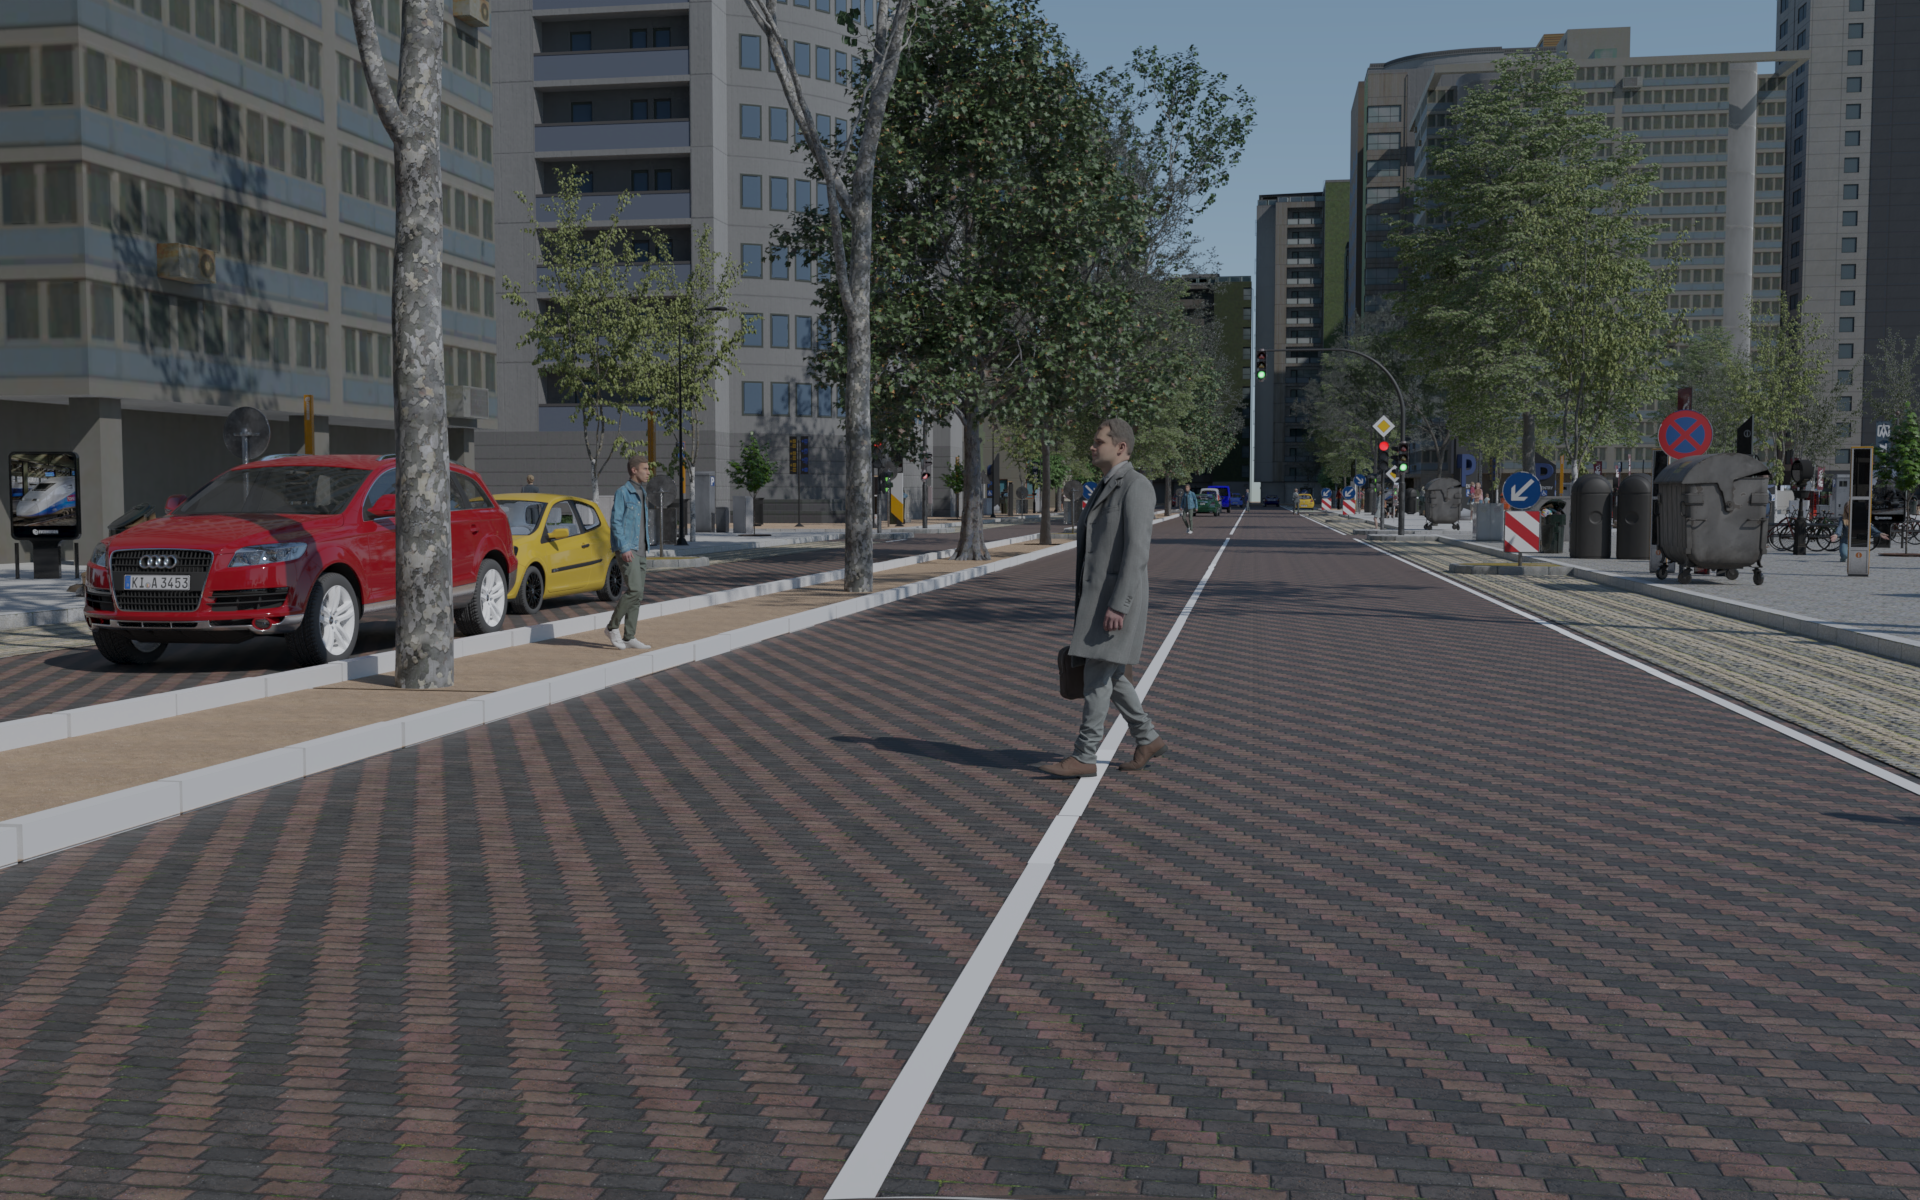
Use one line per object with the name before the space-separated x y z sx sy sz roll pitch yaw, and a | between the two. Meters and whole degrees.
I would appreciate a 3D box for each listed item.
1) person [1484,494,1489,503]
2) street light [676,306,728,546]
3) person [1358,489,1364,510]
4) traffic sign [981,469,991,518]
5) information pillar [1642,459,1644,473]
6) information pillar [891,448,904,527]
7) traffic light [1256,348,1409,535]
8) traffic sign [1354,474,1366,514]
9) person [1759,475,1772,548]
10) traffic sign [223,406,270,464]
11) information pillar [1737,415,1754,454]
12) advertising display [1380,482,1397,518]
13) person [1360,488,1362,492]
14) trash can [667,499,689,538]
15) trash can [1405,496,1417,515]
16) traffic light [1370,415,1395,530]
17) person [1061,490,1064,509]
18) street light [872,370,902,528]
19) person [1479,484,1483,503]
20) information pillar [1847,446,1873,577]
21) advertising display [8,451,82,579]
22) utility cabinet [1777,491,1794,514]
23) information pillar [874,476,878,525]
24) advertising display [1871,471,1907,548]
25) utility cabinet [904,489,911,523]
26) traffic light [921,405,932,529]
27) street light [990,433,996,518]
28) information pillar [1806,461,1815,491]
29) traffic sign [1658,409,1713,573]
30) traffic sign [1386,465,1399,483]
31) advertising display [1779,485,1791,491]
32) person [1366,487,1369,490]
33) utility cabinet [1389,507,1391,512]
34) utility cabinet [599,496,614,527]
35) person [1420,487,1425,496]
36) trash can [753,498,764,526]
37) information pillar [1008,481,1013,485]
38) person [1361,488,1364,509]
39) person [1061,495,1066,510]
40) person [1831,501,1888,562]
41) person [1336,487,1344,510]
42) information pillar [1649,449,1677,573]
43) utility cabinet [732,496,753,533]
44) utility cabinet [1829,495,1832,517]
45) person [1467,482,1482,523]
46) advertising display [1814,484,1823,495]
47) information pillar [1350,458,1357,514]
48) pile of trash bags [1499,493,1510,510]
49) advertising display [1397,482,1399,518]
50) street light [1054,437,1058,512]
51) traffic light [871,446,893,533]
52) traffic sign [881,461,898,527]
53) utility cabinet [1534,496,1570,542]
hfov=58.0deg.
person | 30.619 -5.528 100.669 0.306 1.304 0.590 2 4 27
street light | -6.425 -4.310 43.013 1.470 5.913 1.316 1 4 10
person | 32.983 -8.332 142.996 1.217 1.743 0.721 0 4 -8
traffic sign | 1.216 -5.583 91.284 0.884 2.594 0.081 1 4 16
information pillar | 46.127 -7.684 116.983 0.183 3.616 0.504 2 4 25
information pillar | -2.467 -4.703 68.242 0.504 3.616 0.183 1 4 15
traffic light | 11.630 -4.853 54.018 4.771 5.953 1.251 1 4 10
traffic sign | 25.575 -6.774 110.865 0.768 2.556 0.104 1 4 16
person | 19.130 -2.146 41.319 0.419 1.800 0.721 2 4 34
traffic sign | -10.378 -1.534 25.187 0.768 2.556 0.104 1 4 12
information pillar | 23.241 -3.666 51.300 0.183 3.616 0.504 -2 4 -35
advertising display | 22.516 -5.275 91.464 0.123 1.923 0.974 -2 4 -35
person | 33.683 -8.548 146.320 0.721 1.766 1.217 -1 4 -9
trash can | -8.355 -2.417 51.179 0.748 1.137 0.748 0 3 0
trash can | 28.342 -5.947 108.892 0.748 1.137 0.748 0 3 0
traffic light | 15.044 -4.450 61.682 0.839 4.253 0.868 1 4 10
person | 8.496 -8.404 144.163 1.217 1.735 0.721 1 4 15
street light | -2.713 -5.628 64.559 1.470 5.913 1.316 1 4 10
person | 24.182 -4.570 80.767 0.555 1.821 0.388 -3 4 -37
information pillar | 13.984 -1.372 26.917 0.304 2.012 0.304 2 4 25
advertising display | -13.820 -1.282 26.182 0.974 1.923 0.123 0 4 -8
utility cabinet | 52.407 -6.210 110.214 1.173 1.500 0.318 0 4 3
information pillar | -3.470 -4.002 69.923 0.304 2.012 0.304 -1 4 -15
advertising display | 21.995 -2.205 41.261 0.974 1.923 0.123 3 4 38
utility cabinet | -2.429 -4.183 77.073 0.318 1.500 1.173 1 4 11
traffic light | 0.790 -5.471 64.112 4.771 5.953 1.251 1 4 10
street light | 2.339 -7.467 94.620 1.470 5.913 1.316 1 4 10
information pillar | 54.071 -7.265 110.141 0.504 3.616 0.183 3 5 40
traffic sign | 10.936 -1.595 26.177 0.768 2.556 0.104 1 4 19
traffic sign | 19.686 -4.812 78.409 0.795 2.593 0.064 1 4 17
advertising display | 57.806 -7.106 121.398 0.974 1.923 0.123 -1 4 -22
person | 32.843 -8.159 139.455 0.705 1.823 1.348 -1 4 -11
utility cabinet | 28.834 -6.615 116.826 0.318 1.500 1.173 -3 5 -42
utility cabinet | -13.579 -3.399 66.740 1.020 1.237 0.306 0 4 -3
person | 32.285 -7.000 120.682 0.526 1.800 0.537 -2 4 -24
trash can | -8.136 -3.506 68.969 0.748 1.137 0.748 0 3 0
information pillar | 2.935 -5.907 101.074 0.304 2.012 0.304 0 4 -3
person | 33.711 -8.486 144.795 0.705 1.824 1.348 -1 4 -18
person | 8.627 -8.086 141.445 0.799 1.438 0.628 -2 4 -32
person | 16.873 -1.284 32.532 1.012 1.151 0.738 1 4 20
person | 30.901 -8.254 140.962 0.705 1.831 1.348 -1 4 -17
information pillar | 11.410 -1.443 28.079 0.304 2.012 0.304 -3 5 -40
utility cabinet | -7.139 -2.805 57.024 0.306 1.237 1.020 -2 4 -31
utility cabinet | 41.335 -4.290 81.303 0.306 1.237 1.020 -1 4 -22
person | 23.184 -4.411 78.130 0.580 1.828 0.573 -2 4 -34
advertising display | 57.240 -6.777 116.022 0.974 1.923 0.123 1 4 22
information pillar | 25.558 -7.409 112.497 0.183 3.616 0.504 -2 4 -25
pile of trash bags | 27.294 -4.991 91.352 3.447 1.369 1.912 1 4 19
advertising display | 23.600 -5.432 94.019 0.974 1.923 0.123 -1 4 -10
street light | 7.454 -9.303 124.644 1.470 5.913 1.316 1 4 10
traffic light | -2.624 -4.137 56.554 0.839 4.253 0.868 1 4 10
traffic sign | -2.779 -4.103 67.188 0.768 2.556 0.104 1 4 19
utility cabinet | 16.118 -2.199 47.113 1.020 1.237 0.306 2 4 32
